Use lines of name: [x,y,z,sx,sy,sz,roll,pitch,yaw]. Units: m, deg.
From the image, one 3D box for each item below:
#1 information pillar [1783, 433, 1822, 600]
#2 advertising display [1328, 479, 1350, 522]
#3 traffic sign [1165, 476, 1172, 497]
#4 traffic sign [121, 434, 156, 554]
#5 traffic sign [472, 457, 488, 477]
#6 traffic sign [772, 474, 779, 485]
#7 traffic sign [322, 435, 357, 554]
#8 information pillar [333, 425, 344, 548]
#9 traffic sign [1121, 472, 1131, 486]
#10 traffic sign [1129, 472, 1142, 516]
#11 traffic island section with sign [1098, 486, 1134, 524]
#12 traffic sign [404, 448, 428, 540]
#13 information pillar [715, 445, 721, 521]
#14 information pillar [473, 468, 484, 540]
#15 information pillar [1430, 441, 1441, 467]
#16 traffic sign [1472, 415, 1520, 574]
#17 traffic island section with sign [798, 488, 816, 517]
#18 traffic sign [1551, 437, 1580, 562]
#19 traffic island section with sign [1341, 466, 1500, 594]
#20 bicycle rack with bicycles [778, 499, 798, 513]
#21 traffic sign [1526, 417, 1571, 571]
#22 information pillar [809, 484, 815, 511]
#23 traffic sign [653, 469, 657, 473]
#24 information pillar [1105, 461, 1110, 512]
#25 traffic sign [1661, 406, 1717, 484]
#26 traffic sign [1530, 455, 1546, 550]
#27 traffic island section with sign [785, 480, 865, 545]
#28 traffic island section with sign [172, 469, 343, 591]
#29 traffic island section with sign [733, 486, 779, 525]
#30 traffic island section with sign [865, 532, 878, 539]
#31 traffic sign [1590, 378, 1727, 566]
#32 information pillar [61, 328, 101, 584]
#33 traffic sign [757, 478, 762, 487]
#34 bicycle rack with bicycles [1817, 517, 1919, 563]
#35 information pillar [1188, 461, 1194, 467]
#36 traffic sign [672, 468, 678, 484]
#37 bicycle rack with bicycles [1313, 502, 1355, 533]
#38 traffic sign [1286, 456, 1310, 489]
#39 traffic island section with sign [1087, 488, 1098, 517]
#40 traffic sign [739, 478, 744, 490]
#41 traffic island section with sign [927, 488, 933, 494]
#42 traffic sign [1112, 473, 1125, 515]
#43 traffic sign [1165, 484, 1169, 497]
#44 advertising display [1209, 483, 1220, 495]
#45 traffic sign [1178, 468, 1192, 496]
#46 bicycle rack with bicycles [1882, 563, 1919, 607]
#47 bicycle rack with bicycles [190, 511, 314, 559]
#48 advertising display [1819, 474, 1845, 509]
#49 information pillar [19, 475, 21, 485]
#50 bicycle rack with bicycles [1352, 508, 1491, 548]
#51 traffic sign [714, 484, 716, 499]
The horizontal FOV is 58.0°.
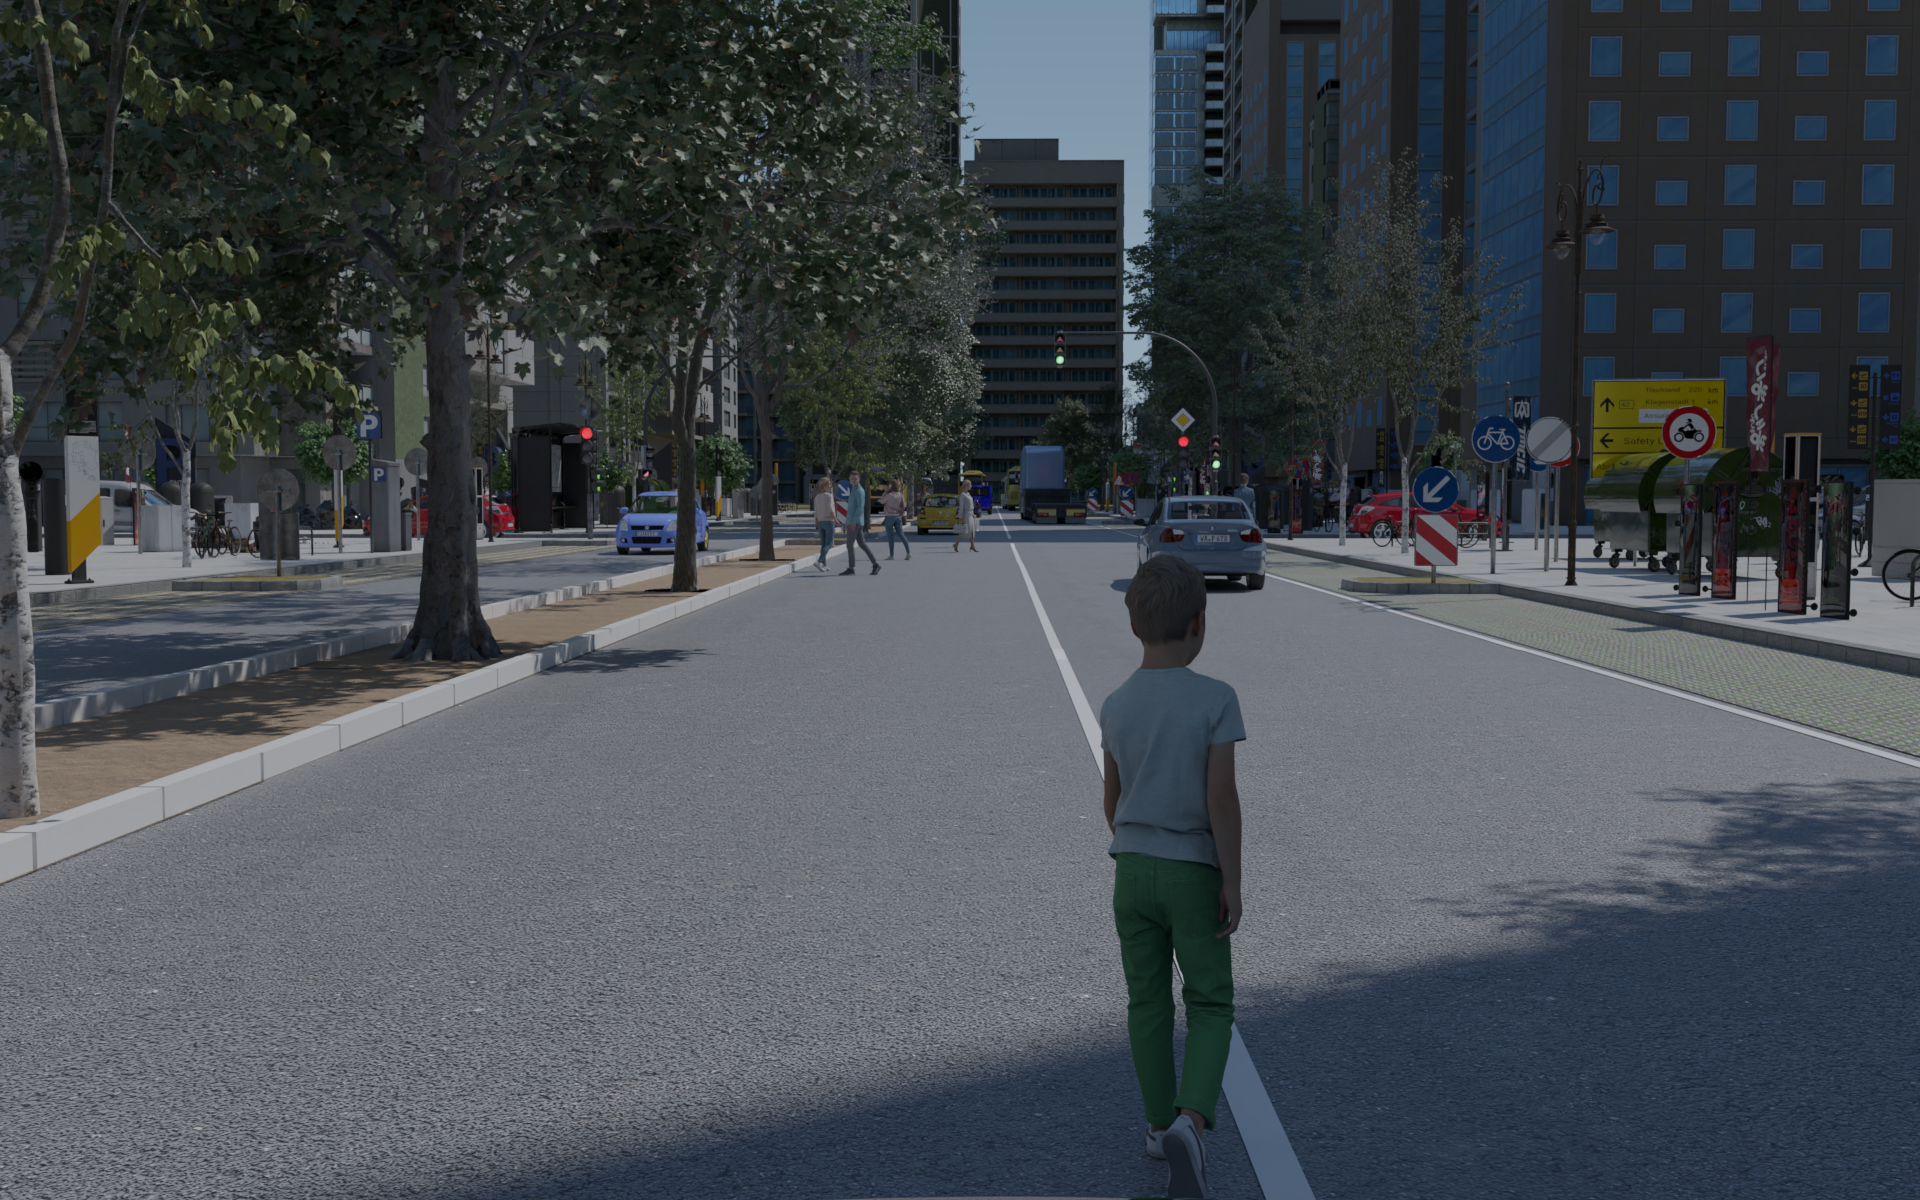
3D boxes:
information pillar: [10.198,-1.011,21.024,0.304,2.012,0.304,0,4,-5]
advertising display: [16.710,-4.353,76.385,0.974,1.923,0.123,1,4,11]
traffic sign: [12.973,-6.529,106.854,0.768,2.556,0.104,0,4,1]
traffic sign: [-17.541,-2.256,36.987,0.768,2.556,0.104,0,4,4]
traffic sign: [-16.539,-3.620,59.291,0.768,2.556,0.104,0,4,5]
traffic sign: [-11.895,-6.723,110.020,0.768,2.556,0.104,0,4,3]
traffic sign: [-13.364,-2.275,37.296,0.768,2.556,0.104,0,4,6]
information pillar: [-14.862,-3.060,41.382,0.183,3.616,0.504,0,4,-6]
traffic sign: [9.868,-6.230,101.969,0.768,2.556,0.104,1,4,10]
traffic sign: [10.165,-6.112,100.036,0.768,2.556,0.104,1,4,11]
traffic island section with sign: [7.737,-4.496,82.137,1.989,1.847,2.006,0,4,1]
traffic sign: [-14.991,-2.923,47.892,0.768,2.556,0.104,0,4,4]
information pillar: [-11.467,-5.555,82.177,0.183,3.616,0.504,1,4,14]
information pillar: [-13.558,-2.688,48.448,0.304,2.012,0.304,1,4,23]
information pillar: [20.670,-5.137,75.342,0.504,3.616,0.183,-1,4,-17]
traffic sign: [8.613,-1.701,27.920,0.768,2.556,0.104,0,4,5]
traffic island section with sign: [-9.058,-6.112,108.561,1.989,1.847,2.006,0,4,1]
traffic sign: [11.262,-1.991,32.655,0.768,2.556,0.104,0,4,7]
traffic island section with sign: [6.729,-1.039,25.611,1.989,1.847,2.006,0,4,1]
bicycle rack with bicycles: [-13.439,-7.073,129.025,2.925,0.926,2.852,-2,4,-29]
traffic sign: [9.725,-1.746,28.651,0.768,2.556,0.104,0,4,6]
information pillar: [-10.926,-7.551,127.944,0.304,2.012,0.304,-2,4,-29]
traffic sign: [-14.818,-5.046,82.613,0.768,2.556,0.104,0,4,6]
information pillar: [10.451,-8.023,122.533,0.183,3.616,0.504,2,4,29]
traffic sign: [10.504,-1.525,25.043,0.768,2.556,0.104,0,4,5]
traffic sign: [13.176,-2.411,39.525,0.768,2.556,0.104,0,4,2]
traffic island section with sign: [-3.854,-2.502,49.048,2.006,1.907,1.989,0,4,1]
traffic island section with sign: [-10.531,-1.078,26.260,1.989,1.847,2.006,0,4,1]
traffic island section with sign: [-9.553,-4.458,81.509,1.989,1.847,2.006,0,4,1]
traffic island section with sign: [-3.713,-2.955,56.454,2.006,1.907,1.989,0,4,1]
traffic sign: [12.279,-2.242,30.537,2.265,3.308,0.079,1,4,9]
information pillar: [-12.580,-2.045,24.783,0.183,3.616,0.504,2,4,30]
traffic sign: [-14.242,-7.642,124.943,0.884,2.594,0.081,0,4,2]
bicycle rack with bicycles: [18.186,-1.363,35.660,2.852,0.926,2.925,2,4,35]
information pillar: [15.013,-7.427,112.779,0.504,3.616,0.183,-1,4,-14]
traffic sign: [-13.719,-5.159,84.450,0.768,2.556,0.104,1,4,10]
bicycle rack with bicycles: [13.273,-2.712,57.720,2.852,0.926,2.925,0,4,-6]
traffic sign: [11.132,-3.488,57.134,0.768,2.556,0.104,0,4,4]
traffic island section with sign: [8.225,-6.179,109.651,1.989,1.847,2.006,0,4,1]
traffic sign: [-14.224,-6.709,111.829,0.606,2.300,0.079,0,4,5]
traffic island section with sign: [-2.383,-7.550,131.581,2.006,1.907,1.989,0,4,1]
traffic sign: [9.966,-6.632,108.432,0.884,2.594,0.081,1,4,9]
traffic sign: [13.687,-6.950,113.643,0.884,2.594,0.081,0,4,4]
advertising display: [14.491,-5.788,99.853,0.974,1.923,0.123,0,4,3]
traffic sign: [10.880,-5.140,84.143,0.768,2.556,0.104,1,4,8]
bicycle rack with bicycles: [12.059,-0.393,19.801,2.852,0.926,2.925,-3,5,-40]
bicycle rack with bicycles: [-14.632,-1.335,35.204,2.852,0.926,2.925,0,4,7]
advertising display: [28.420,-3.151,56.726,0.974,1.923,0.123,0,4,6]
information pillar: [-33.364,-3.466,61.157,0.304,2.012,0.304,0,4,-8]
bicycle rack with bicycles: [11.379,-1.735,41.746,2.925,0.926,2.852,0,4,-4]
traffic sign: [-15.423,-6.672,109.192,0.768,2.556,0.104,0,4,4]
